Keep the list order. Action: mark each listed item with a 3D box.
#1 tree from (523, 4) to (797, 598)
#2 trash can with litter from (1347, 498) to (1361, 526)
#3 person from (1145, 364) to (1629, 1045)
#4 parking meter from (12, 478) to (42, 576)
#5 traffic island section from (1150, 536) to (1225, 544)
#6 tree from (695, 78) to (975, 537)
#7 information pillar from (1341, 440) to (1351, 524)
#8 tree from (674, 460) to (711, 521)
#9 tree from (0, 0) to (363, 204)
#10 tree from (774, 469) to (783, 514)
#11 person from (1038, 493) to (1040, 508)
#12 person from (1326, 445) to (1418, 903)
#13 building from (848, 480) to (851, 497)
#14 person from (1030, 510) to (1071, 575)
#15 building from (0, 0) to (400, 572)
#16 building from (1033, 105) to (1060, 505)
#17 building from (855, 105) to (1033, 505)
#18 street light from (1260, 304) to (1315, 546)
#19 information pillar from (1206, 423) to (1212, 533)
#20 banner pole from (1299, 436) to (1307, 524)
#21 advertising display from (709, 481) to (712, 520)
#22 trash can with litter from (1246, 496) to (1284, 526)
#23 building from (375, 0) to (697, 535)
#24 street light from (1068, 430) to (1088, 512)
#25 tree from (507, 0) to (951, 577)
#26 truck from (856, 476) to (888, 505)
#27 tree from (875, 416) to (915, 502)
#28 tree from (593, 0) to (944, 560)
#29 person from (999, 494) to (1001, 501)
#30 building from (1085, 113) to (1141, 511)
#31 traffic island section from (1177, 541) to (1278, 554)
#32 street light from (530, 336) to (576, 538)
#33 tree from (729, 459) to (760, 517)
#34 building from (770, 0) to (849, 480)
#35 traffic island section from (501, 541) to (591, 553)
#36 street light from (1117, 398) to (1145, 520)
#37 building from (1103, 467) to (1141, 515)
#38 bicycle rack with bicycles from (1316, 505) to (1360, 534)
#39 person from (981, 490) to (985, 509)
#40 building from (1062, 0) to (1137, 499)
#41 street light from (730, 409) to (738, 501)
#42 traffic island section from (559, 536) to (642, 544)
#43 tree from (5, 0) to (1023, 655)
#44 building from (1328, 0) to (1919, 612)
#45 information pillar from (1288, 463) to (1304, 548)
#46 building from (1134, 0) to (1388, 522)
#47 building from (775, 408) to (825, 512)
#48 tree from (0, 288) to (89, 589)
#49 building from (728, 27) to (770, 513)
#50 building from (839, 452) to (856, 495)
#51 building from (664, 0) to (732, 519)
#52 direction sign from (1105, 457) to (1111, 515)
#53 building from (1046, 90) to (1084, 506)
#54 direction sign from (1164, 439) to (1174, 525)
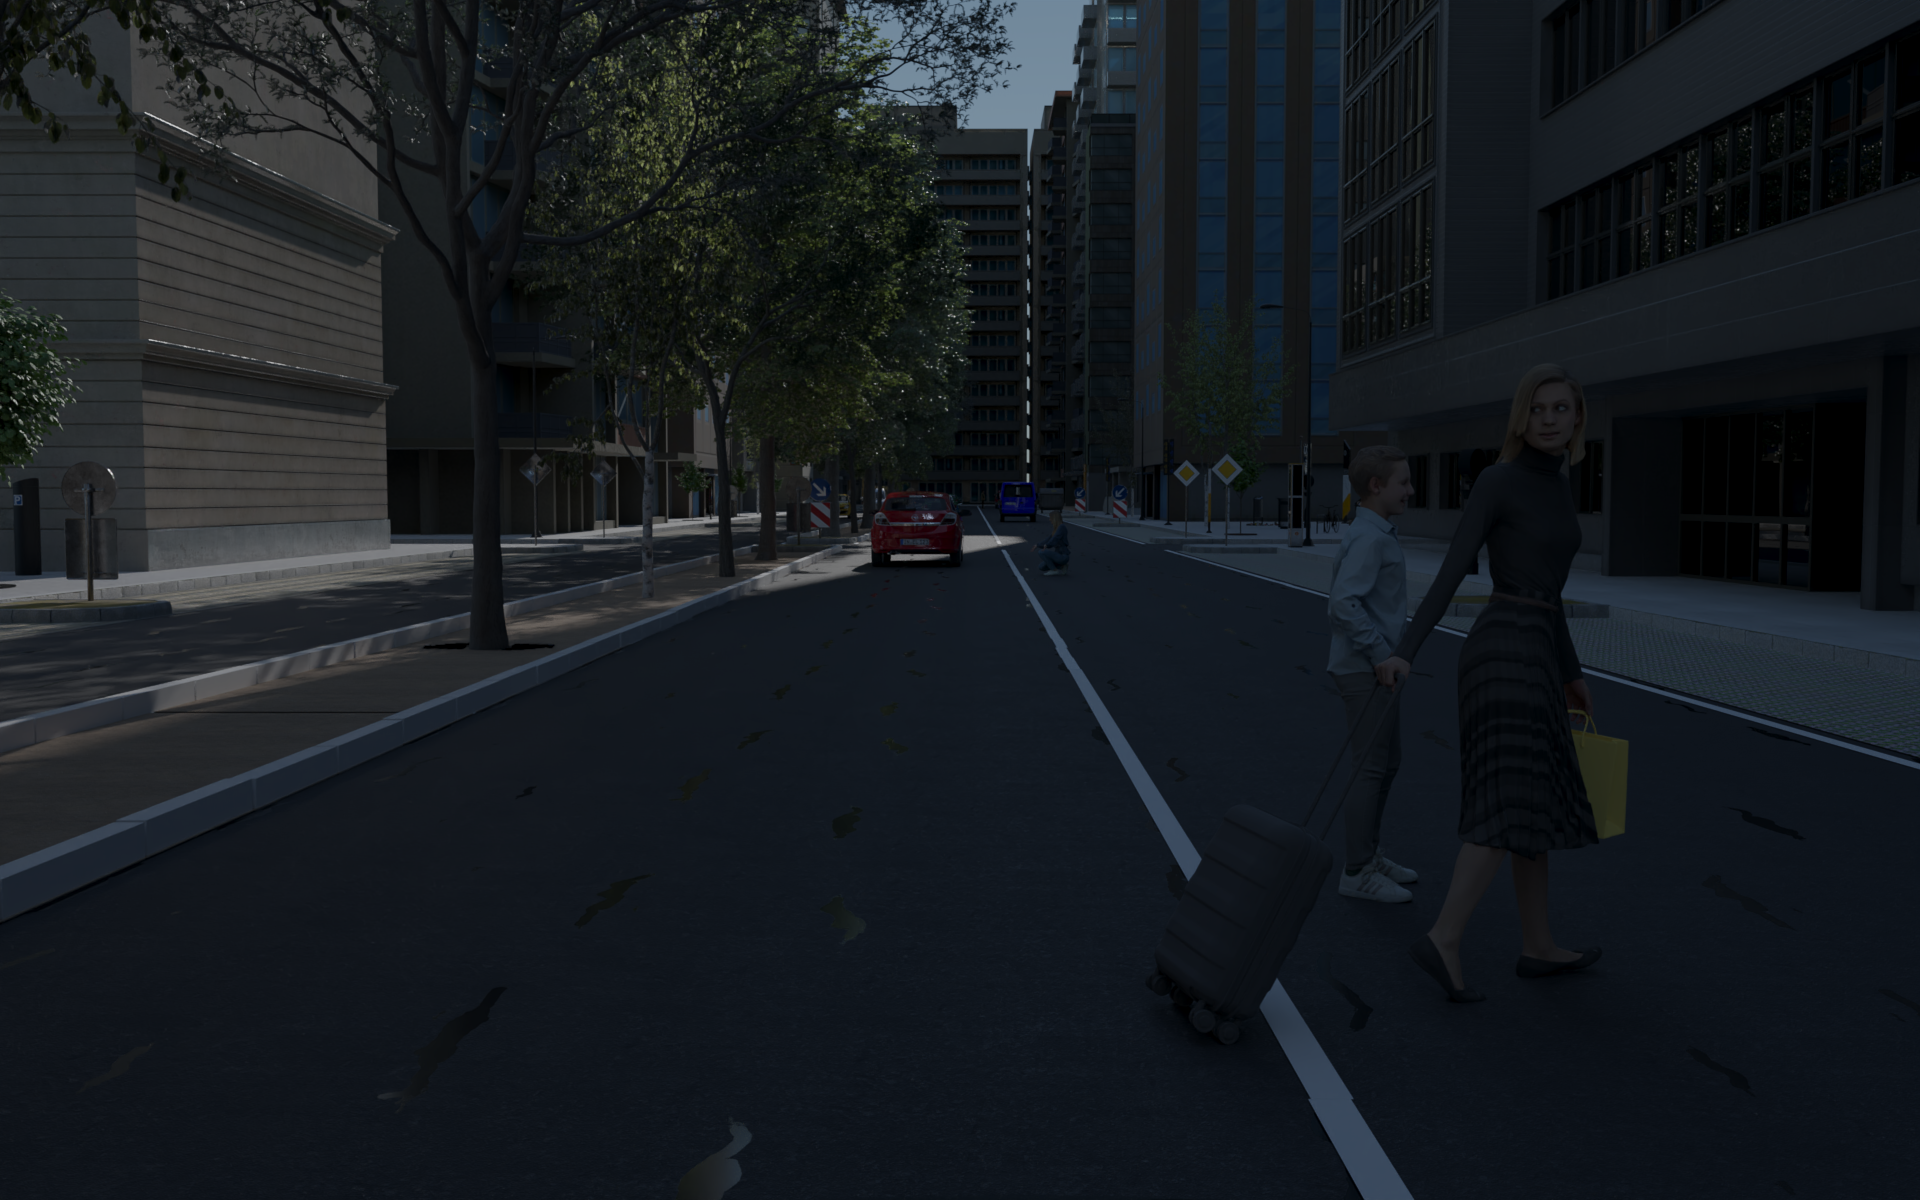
[{"bbox_3d":[-4.306,-4.343,23.824,4.360,8.622,3.978,0,3,0],"label":"tree"},{"bbox_3d":[16.055,-3.583,69.967,0.624,1.170,1.055,-2,4,-29],"label":"trash can with litter"},{"bbox_3d":[1.268,0.232,4.920,1.509,1.804,0.699,-1,4,-12],"label":"person"},{"bbox_3d":[-14.726,-1.158,27.338,0.372,1.533,0.369,0,3,0],"label":"parking meter"},{"bbox_3d":[6.653,-1.746,50.824,2.009,0.180,2.903,0,4,0],"label":"traffic island section"},{"bbox_3d":[-4.088,-8.867,54.089,9.857,13.997,8.962,0,3,0],"label":"tree"},{"bbox_3d":[16.731,-5.113,74.945,0.183,3.616,0.504,-1,4,-20],"label":"information pillar"},{"bbox_3d":[-12.801,-5.410,83.058,1.663,3.219,1.824,0,3,0],"label":"tree"},{"bbox_3d":[-4.291,-3.331,7.285,4.360,8.622,3.978,0,3,0],"label":"tree"},{"bbox_3d":[-12.188,-7.226,112.751,1.663,3.219,1.824,0,3,0],"label":"tree"},{"bbox_3d":[7.531,-9.378,161.823,0.705,1.826,1.348,-2,4,-35],"label":"person"},{"bbox_3d":[1.474,0.253,6.171,0.330,1.601,0.589,2,4,27],"label":"person"},{"bbox_3d":[-25.272,-32.579,224.546,23.993,40.220,32.217,0,4,0],"label":"building"},{"bbox_3d":[1.594,-1.015,30.600,0.738,1.151,1.012,0,4,4],"label":"person"},{"bbox_3d":[-30.284,-13.189,34.728,34.723,24.649,14.460,0,4,0],"label":"building"},{"bbox_3d":[19.425,-36.434,219.399,21.600,48.544,21.300,0,4,0],"label":"building"},{"bbox_3d":[-2.310,-36.438,219.460,21.600,48.544,21.300,0,4,0],"label":"building"},{"bbox_3d":[8.011,-4.273,42.401,1.470,5.913,1.316,0,4,0],"label":"street light"},{"bbox_3d":[8.187,-4.003,56.802,0.183,3.616,0.504,0,4,7],"label":"information pillar"},{"bbox_3d":[14.766,-5.154,74.284,0.863,3.779,0.401,-2,4,-34],"label":"banner pole"},{"bbox_3d":[-12.520,-5.003,87.010,0.123,1.923,0.974,0,4,-6],"label":"advertising display"},{"bbox_3d":[12.473,-3.632,70.448,2.233,1.210,1.678,-3,4,-38],"label":"trash can with litter"},{"bbox_3d":[-22.468,-25.183,66.370,22.147,44.769,28.867,0,4,0],"label":"building"},{"bbox_3d":[8.552,-9.365,125.664,1.470,5.913,1.316,0,4,0],"label":"street light"},{"bbox_3d":[-3.981,-5.686,29.832,8.767,10.594,7.601,0,4,0],"label":"tree"},{"bbox_3d":[-6.725,-9.050,143.889,3.469,3.379,9.791,0,4,0],"label":"truck"},{"bbox_3d":[-3.936,-7.781,80.032,4.737,8.622,4.395,0,3,0],"label":"tree"},{"bbox_3d":[-4.256,-7.145,37.402,7.486,12.596,7.792,0,3,0],"label":"tree"},{"bbox_3d":[2.801,-6.285,112.104,0.563,1.720,0.643,-1,4,-18],"label":"person"},{"bbox_3d":[16.622,-22.204,134.741,14.160,30.474,14.107,0,4,0],"label":"building"},{"bbox_3d":[6.606,-1.257,42.839,2.009,0.180,2.903,0,4,0],"label":"traffic island section"},{"bbox_3d":[-11.939,-4.790,50.860,1.470,5.913,1.316,0,4,0],"label":"street light"},{"bbox_3d":[-12.210,-6.202,95.998,1.663,3.219,1.824,0,3,0],"label":"tree"},{"bbox_3d":[-25.784,-35.388,167.829,28.713,52.752,27.495,0,4,0],"label":"building"},{"bbox_3d":[-10.535,-1.264,42.944,2.009,0.180,2.903,0,4,0],"label":"traffic island section"},{"bbox_3d":[8.337,-6.834,84.273,1.470,5.913,1.316,0,4,0],"label":"street light"},{"bbox_3d":[26.056,-25.734,112.630,32.217,40.220,23.993,0,4,0],"label":"building"},{"bbox_3d":[12.871,-2.652,56.745,2.852,0.926,2.925,1,4,20],"label":"bicycle rack with bicycles"},{"bbox_3d":[2.270,-9.814,169.055,0.705,1.812,1.348,0,4,-3],"label":"person"},{"bbox_3d":[21.673,-32.858,156.834,23.786,49.044,30.456,0,4,0],"label":"building"},{"bbox_3d":[-11.730,-7.342,92.582,1.470,5.913,1.316,0,4,0],"label":"street light"},{"bbox_3d":[-10.488,-1.752,50.929,2.009,0.180,2.903,0,4,0],"label":"traffic island section"},{"bbox_3d":[-4.311,-6.274,15.406,12.009,13.543,11.850,0,3,0],"label":"tree"},{"bbox_3d":[15.831,-12.704,26.775,14.314,24.678,30.058,0,4,0],"label":"building"},{"bbox_3d":[8.054,-2.266,41.548,0.304,2.012,0.304,0,4,-3],"label":"information pillar"},{"bbox_3d":[16.269,-26.628,85.485,14.600,45.320,14.200,0,4,0],"label":"building"},{"bbox_3d":[-25.246,-18.079,140.635,27.650,21.520,28.899,0,4,0],"label":"building"},{"bbox_3d":[-13.579,-2.431,23.465,4.285,4.588,4.351,0,3,0],"label":"tree"},{"bbox_3d":[-20.510,-26.572,118.048,14.154,41.232,14.086,0,4,0],"label":"building"},{"bbox_3d":[-18.909,-31.288,195.150,14.086,41.232,14.154,0,4,0],"label":"building"},{"bbox_3d":[-20.656,-27.261,95.822,14.600,45.320,14.200,0,4,0],"label":"building"},{"bbox_3d":[9.153,-7.046,107.196,0.379,3.537,0.876,1,4,18],"label":"direction sign"},{"bbox_3d":[20.622,-32.535,186.577,22.147,44.769,28.867,0,4,0],"label":"building"},{"bbox_3d":[8.597,-4.855,71.379,0.379,3.537,0.876,-1,4,-20],"label":"direction sign"}]
